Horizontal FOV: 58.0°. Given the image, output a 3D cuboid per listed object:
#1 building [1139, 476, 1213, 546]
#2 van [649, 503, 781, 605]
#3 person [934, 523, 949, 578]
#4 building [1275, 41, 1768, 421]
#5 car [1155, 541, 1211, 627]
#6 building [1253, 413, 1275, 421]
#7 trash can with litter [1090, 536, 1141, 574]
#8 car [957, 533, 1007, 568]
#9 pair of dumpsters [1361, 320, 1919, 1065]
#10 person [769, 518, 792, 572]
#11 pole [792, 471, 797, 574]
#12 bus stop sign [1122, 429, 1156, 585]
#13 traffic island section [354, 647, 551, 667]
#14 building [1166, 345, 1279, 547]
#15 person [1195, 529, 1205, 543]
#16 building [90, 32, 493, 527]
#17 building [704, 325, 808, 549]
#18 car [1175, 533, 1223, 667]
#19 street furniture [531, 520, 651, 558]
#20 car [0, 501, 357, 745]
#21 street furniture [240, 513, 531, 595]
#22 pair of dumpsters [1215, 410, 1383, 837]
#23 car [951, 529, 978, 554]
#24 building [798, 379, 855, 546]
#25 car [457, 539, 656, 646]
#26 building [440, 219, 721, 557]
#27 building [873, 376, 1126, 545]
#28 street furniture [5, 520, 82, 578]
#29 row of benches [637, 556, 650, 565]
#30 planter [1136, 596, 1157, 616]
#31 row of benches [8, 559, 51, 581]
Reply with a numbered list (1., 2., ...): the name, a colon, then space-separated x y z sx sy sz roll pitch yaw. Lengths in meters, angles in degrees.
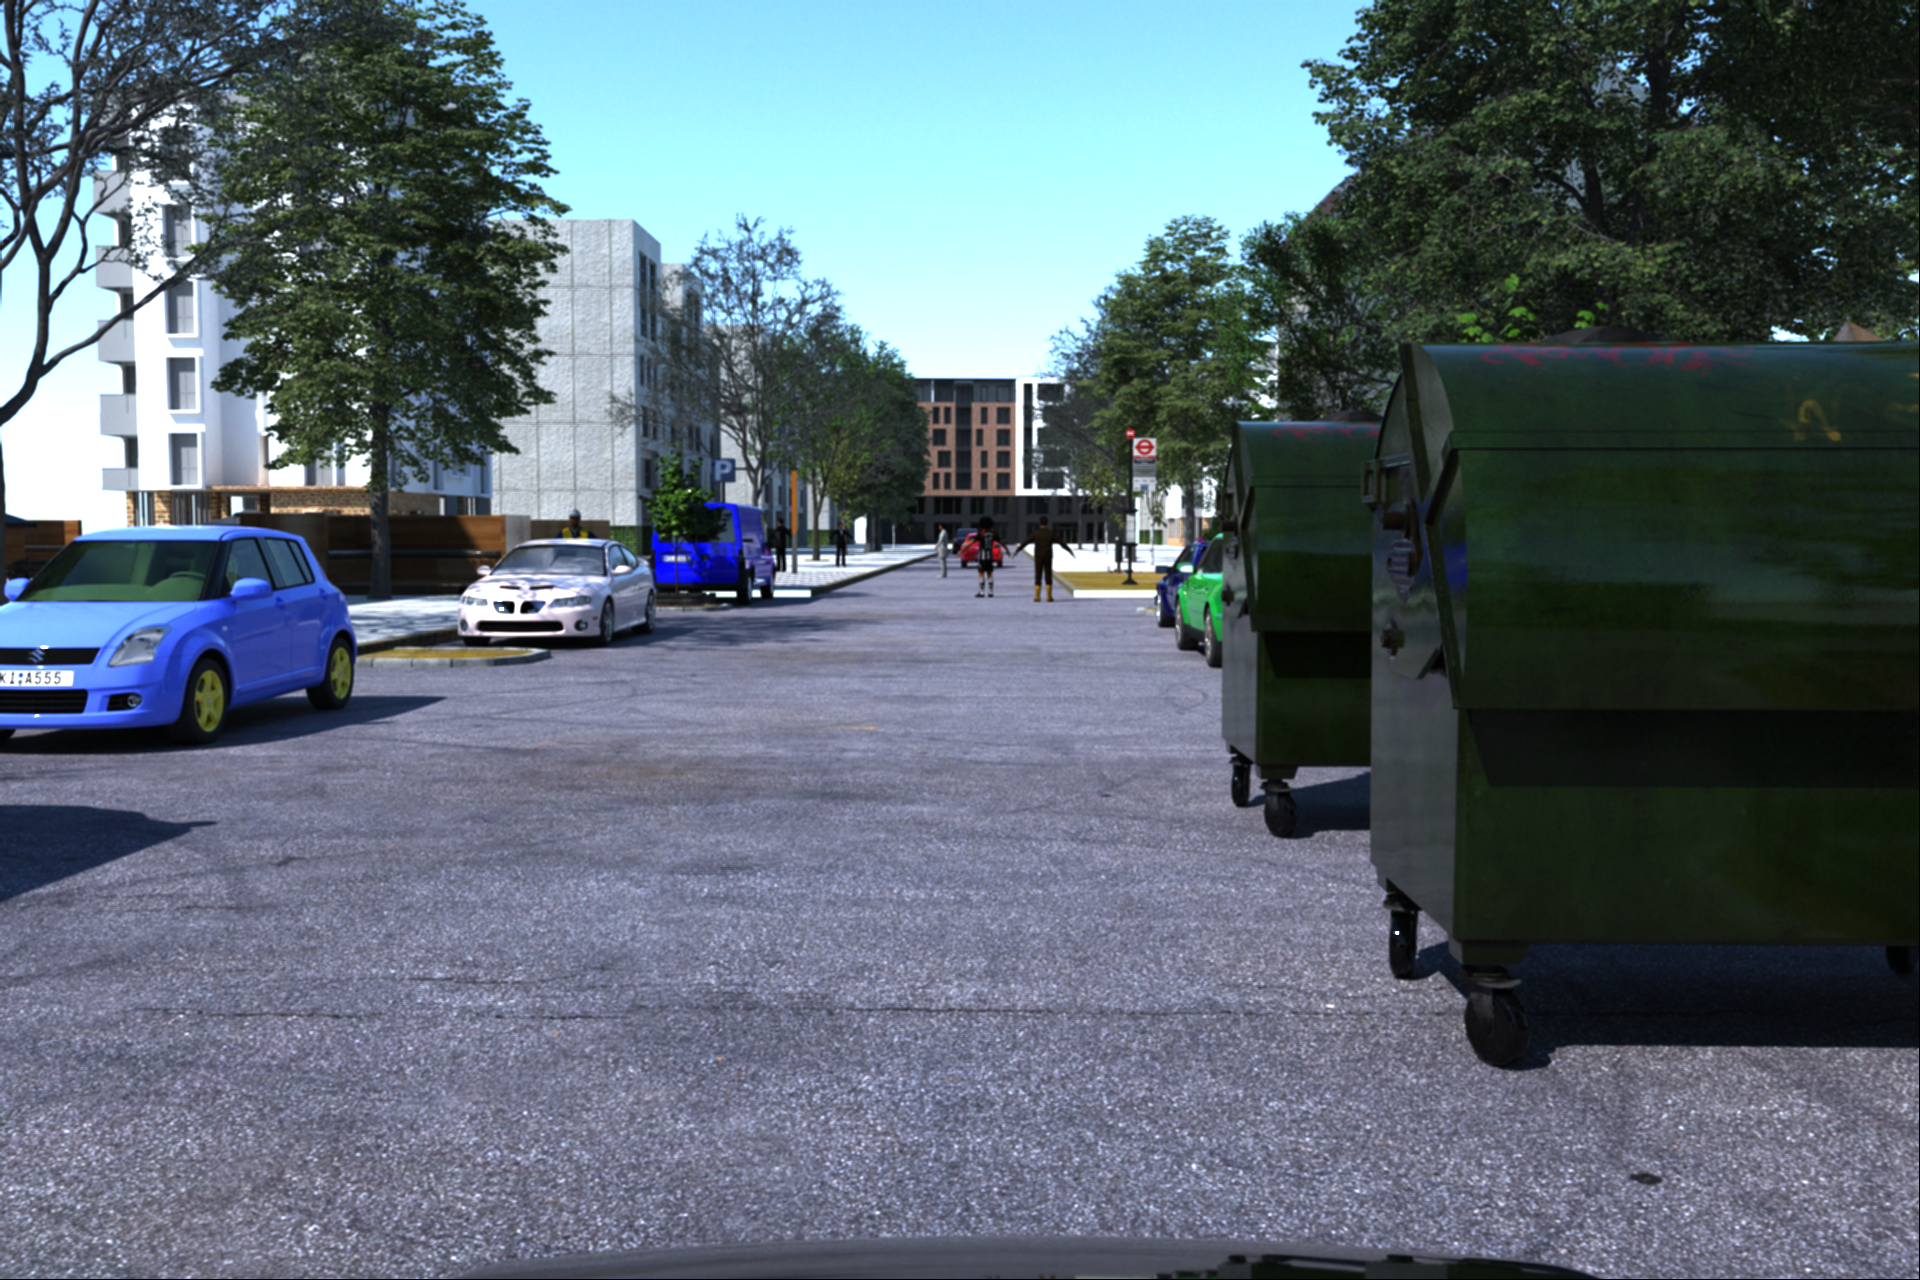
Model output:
1. building: 31.226 -20.878 207.805 16.747 18.905 31.486 0 4 1
2. van: -5.113 -1.970 36.586 2.240 2.365 5.245 0 4 2
3. person: -0.588 -2.954 56.935 0.705 1.806 1.347 1 4 12
4. building: 26.232 -15.518 84.650 19.493 23.208 18.063 0 4 1
5. car: 3.896 -0.786 25.439 1.945 1.354 3.894 0 4 0
6. building: 25.587 -10.636 116.047 9.099 9.664 28.070 0 4 2
7. trash can with litter: 5.156 -2.814 57.068 1.678 1.210 2.233 0 4 1
8. car: 0.954 -4.041 75.115 2.155 1.783 4.494 0 4 1
9. pair of dumpsters: 3.462 -0.009 5.091 4.436 2.255 1.574 0 4 2
10. person: -6.134 -3.251 59.095 1.347 1.837 0.705 -3 5 -44
11. pole: -5.364 -3.808 56.110 0.158 3.312 0.155 0 3 0
12. bus stop sign: 4.536 -3.377 43.923 0.855 3.939 0.416 0 4 1
13. traffic island section: -5.751 0.198 19.623 1.991 0.108 1.994 0 4 2
14. building: 26.946 -19.906 181.889 16.016 20.090 11.380 0 4 2
15. person: 6.695 -2.326 47.296 0.991 1.433 0.599 0 4 -5
16. building: -26.826 -12.871 66.868 16.016 20.090 11.380 0 4 1
17. building: -24.615 -18.097 162.343 16.747 18.905 31.486 0 4 2
18. car: 3.556 -0.684 19.984 1.959 1.807 4.718 0 4 0
19. street furniture: -12.963 -2.998 55.869 11.010 1.723 9.812 -3 5 -39
20. car: -5.918 -0.203 12.908 1.945 1.707 3.694 0 4 1
21. street furniture: -13.768 -2.078 40.830 11.010 1.723 9.812 0 4 4
22. pair of dumpsters: 3.519 -0.227 8.660 4.436 2.255 1.574 0 4 0
23. car: 0.510 -7.051 123.960 2.281 1.827 5.304 0 4 1
24. building: -22.292 -20.738 205.515 16.747 18.905 31.486 0 4 2
25. car: -5.381 -0.688 23.610 2.083 1.381 4.827 0 4 1
26. building: -26.432 -15.096 113.270 16.747 18.905 31.486 0 4 1
27. building: 4.422 -23.846 236.313 32.646 21.610 27.936 0 4 -4
28. street furniture: -30.568 -2.803 52.679 9.812 1.723 11.010 3 5 42
29. row of benches: -10.229 -2.054 49.054 4.104 0.672 1.422 2 4 27
30. planter: 4.201 -0.617 31.227 1.991 0.319 1.994 0 4 2
31. row of benches: -22.344 -1.782 44.604 4.104 0.672 1.422 -2 4 -34
